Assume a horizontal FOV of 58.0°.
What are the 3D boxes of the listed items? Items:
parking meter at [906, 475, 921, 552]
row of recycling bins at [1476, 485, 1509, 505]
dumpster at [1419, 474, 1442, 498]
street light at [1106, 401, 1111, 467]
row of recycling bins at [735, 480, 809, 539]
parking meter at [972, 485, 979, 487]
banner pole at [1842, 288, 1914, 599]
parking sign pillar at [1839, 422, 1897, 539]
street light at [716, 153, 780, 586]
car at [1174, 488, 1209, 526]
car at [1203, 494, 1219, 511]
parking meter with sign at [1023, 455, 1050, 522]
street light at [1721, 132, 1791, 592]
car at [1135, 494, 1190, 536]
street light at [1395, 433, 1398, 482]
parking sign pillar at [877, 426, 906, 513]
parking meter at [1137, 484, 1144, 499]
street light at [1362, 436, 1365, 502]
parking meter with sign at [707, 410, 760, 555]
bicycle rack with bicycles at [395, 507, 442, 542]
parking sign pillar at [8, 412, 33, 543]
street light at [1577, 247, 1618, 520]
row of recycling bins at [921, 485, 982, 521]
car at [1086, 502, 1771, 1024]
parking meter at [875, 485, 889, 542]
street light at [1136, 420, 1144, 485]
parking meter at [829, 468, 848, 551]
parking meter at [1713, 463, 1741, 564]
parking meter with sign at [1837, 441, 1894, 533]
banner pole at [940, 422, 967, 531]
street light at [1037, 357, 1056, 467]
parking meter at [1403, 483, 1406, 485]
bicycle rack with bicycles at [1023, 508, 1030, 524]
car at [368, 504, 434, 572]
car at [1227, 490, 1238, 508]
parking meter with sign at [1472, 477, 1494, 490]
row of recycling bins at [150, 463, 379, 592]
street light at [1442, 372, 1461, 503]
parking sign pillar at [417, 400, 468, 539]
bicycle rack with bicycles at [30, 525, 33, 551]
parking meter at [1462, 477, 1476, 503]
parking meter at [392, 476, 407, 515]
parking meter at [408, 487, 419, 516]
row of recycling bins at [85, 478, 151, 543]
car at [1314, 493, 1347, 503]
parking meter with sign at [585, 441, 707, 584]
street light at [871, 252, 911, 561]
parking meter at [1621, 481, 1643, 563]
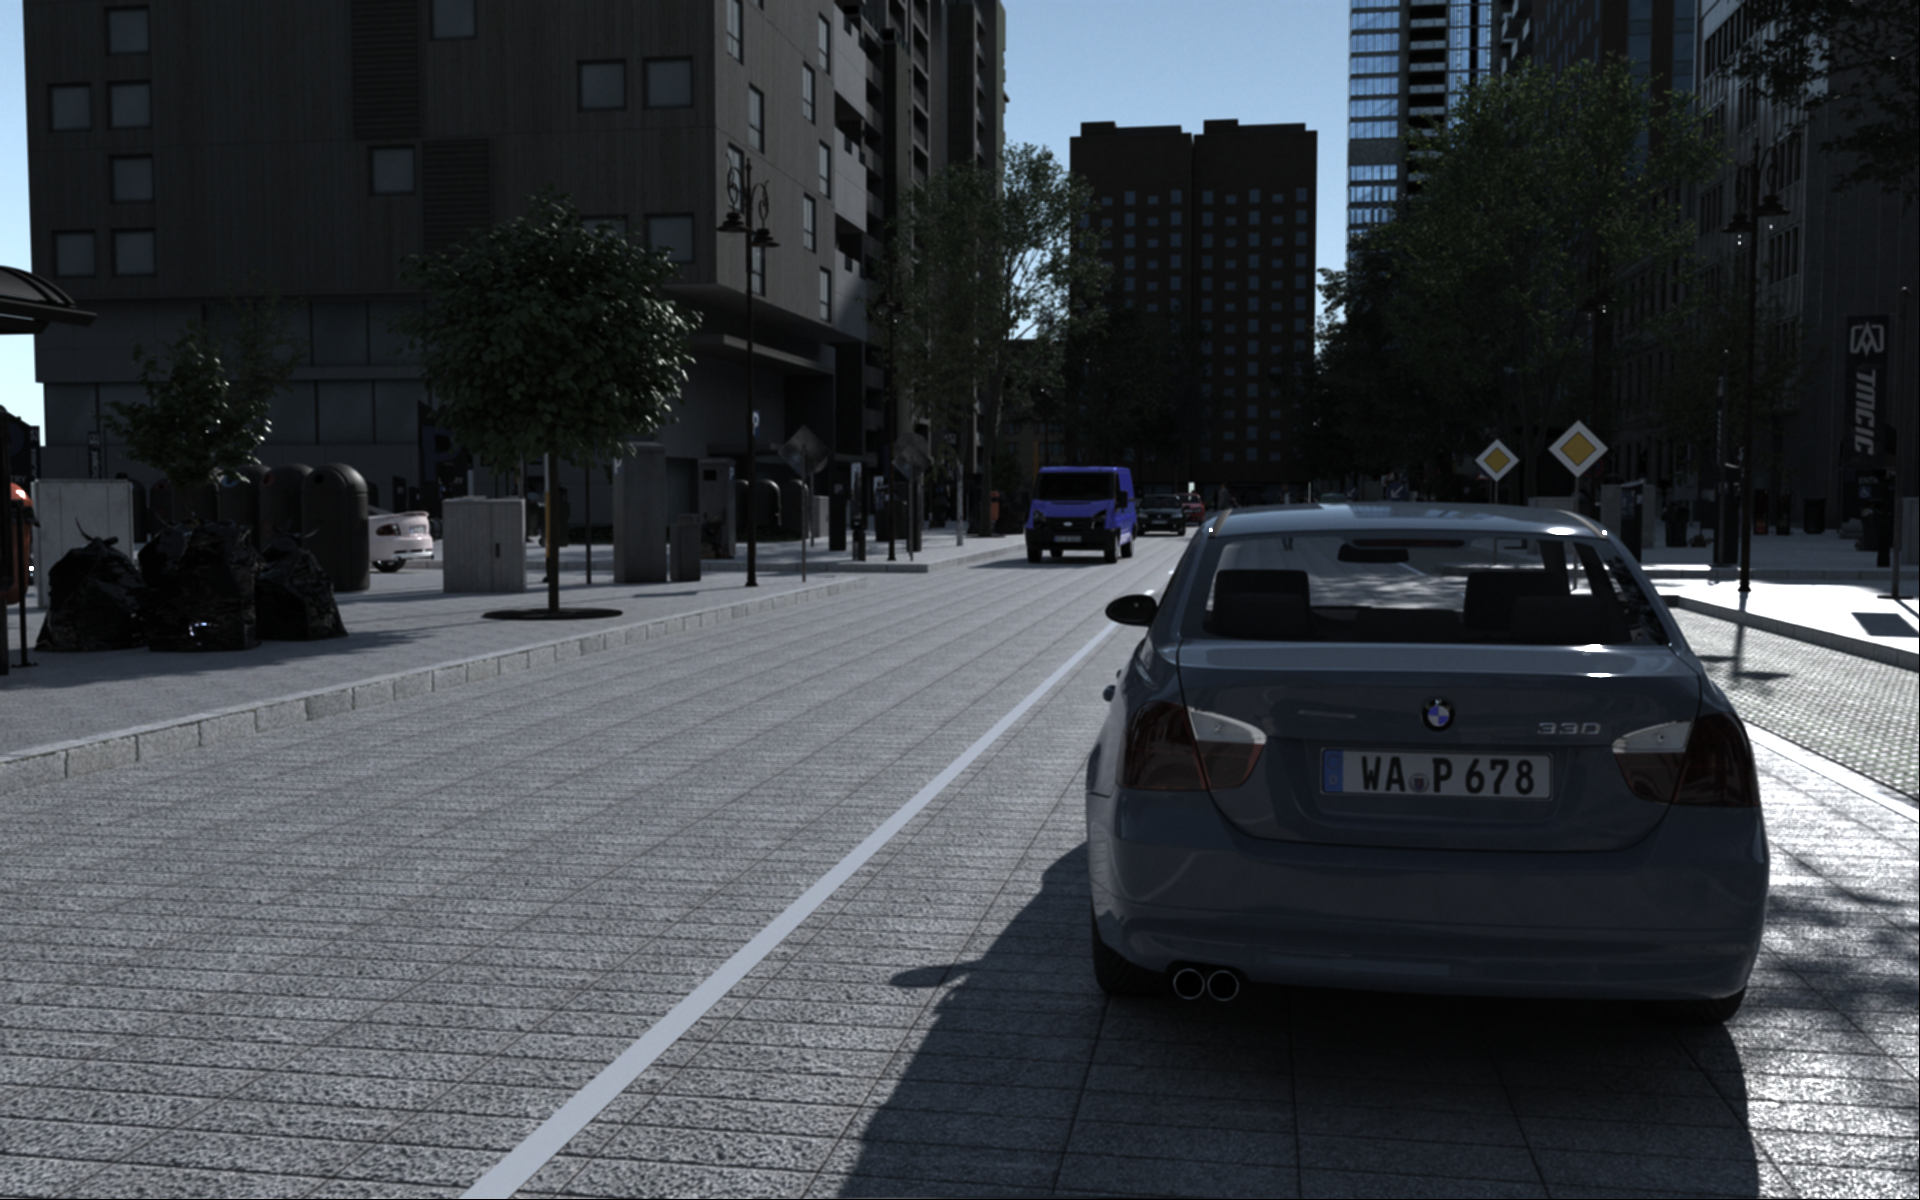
[{"bbox_3d":[-1.022,-2.003,38.459,0.255,1.863,0.399,1,4,15],"label":"parking meter"},{"bbox_3d":[22.519,-4.213,76.000,3.534,1.692,1.069,1,4,17],"label":"row of recycling bins"},{"bbox_3d":[21.995,-4.727,79.776,1.502,2.255,1.985,1,4,10],"label":"dumpster"},{"bbox_3d":[6.903,-6.631,81.201,0.468,5.910,1.993,1,4,10],"label":"street light"},{"bbox_3d":[-5.937,-2.631,50.126,3.534,1.692,1.069,2,4,26],"label":"row of recycling bins"},{"bbox_3d":[0.970,-6.188,106.890,0.399,1.863,0.255,2,4,29],"label":"parking meter"},{"bbox_3d":[11.278,-1.911,21.262,0.863,3.779,0.401,2,4,28],"label":"banner pole"},{"bbox_3d":[26.020,-3.736,49.562,1.447,3.967,1.447,-2,4,-34],"label":"parking sign pillar"},{"bbox_3d":[-2.905,-3.130,23.964,0.468,5.910,1.993,1,4,10],"label":"street light"},{"bbox_3d":[10.159,-4.239,78.344,2.155,1.783,4.494,1,4,9],"label":"car"},{"bbox_3d":[21.649,-8.440,146.795,1.959,1.807,4.718,1,4,11],"label":"car"},{"bbox_3d":[3.195,-5.019,78.322,1.738,3.016,0.543,0,4,8],"label":"parking meter with sign"},{"bbox_3d":[10.325,-3.048,22.616,0.468,5.910,1.993,1,4,10],"label":"street light"},{"bbox_3d":[7.023,-3.103,60.513,2.009,1.686,4.222,1,4,8],"label":"car"},{"bbox_3d":[20.214,-6.572,80.240,0.468,5.910,1.993,1,4,10],"label":"street light"},{"bbox_3d":[-2.625,-4.930,69.072,1.447,3.967,1.447,-2,4,-30],"label":"parking sign pillar"},{"bbox_3d":[10.505,-5.819,100.845,0.399,1.863,0.255,1,4,10],"label":"parking meter"},{"bbox_3d":[24.269,-8.035,104.158,0.468,5.910,1.993,1,4,10],"label":"street light"},{"bbox_3d":[-5.112,-2.457,36.430,1.738,3.016,0.543,1,4,14],"label":"parking meter with sign"},{"bbox_3d":[-15.153,-2.015,46.325,2.852,0.926,2.925,3,5,40],"label":"bicycle rack with bicycles"},{"bbox_3d":[-25.132,-3.489,45.514,1.447,3.967,1.447,-2,4,-29],"label":"parking sign pillar"},{"bbox_3d":[11.972,-3.662,32.665,0.468,5.910,1.993,1,4,10],"label":"street light"},{"bbox_3d":[-0.550,-4.651,83.160,3.534,1.692,1.069,0,4,7],"label":"row of recycling bins"},{"bbox_3d":[1.469,0.362,6.092,2.014,1.417,4.499,1,4,10],"label":"car"},{"bbox_3d":[-2.087,-2.338,46.636,0.372,1.533,0.369,0,3,0],"label":"parking meter"},{"bbox_3d":[10.982,-8.098,105.184,0.468,5.910,1.993,1,4,10],"label":"street light"},{"bbox_3d":[-2.755,-2.045,39.146,0.399,1.863,0.255,-1,4,-15],"label":"parking meter"},{"bbox_3d":[14.049,-1.590,31.706,0.255,1.863,0.399,-2,4,-32],"label":"parking meter"},{"bbox_3d":[29.629,-3.687,56.538,1.738,3.016,0.543,1,4,23],"label":"parking meter with sign"},{"bbox_3d":[-0.171,-4.278,59.957,0.863,3.779,0.401,-1,4,-18],"label":"banner pole"},{"bbox_3d":[2.840,-5.154,57.054,0.468,5.910,1.993,1,4,10],"label":"street light"},{"bbox_3d":[23.580,-5.313,92.579,0.255,1.863,0.399,-3,4,-36],"label":"parking meter"},{"bbox_3d":[3.151,-3.673,73.434,2.852,0.926,2.925,-2,4,-28],"label":"bicycle rack with bicycles"},{"bbox_3d":[-12.016,-1.168,31.467,4.827,1.381,2.083,1,4,11],"label":"car"},{"bbox_3d":[27.689,-10.448,179.498,2.281,1.827,5.304,1,4,12],"label":"car"},{"bbox_3d":[23.664,-5.076,79.247,1.738,3.016,0.543,-1,4,-15],"label":"parking meter with sign"},{"bbox_3d":[-9.425,-1.012,23.666,3.534,1.692,1.069,2,4,31],"label":"row of recycling bins"},{"bbox_3d":[15.994,-5.116,56.435,0.468,5.910,1.993,1,4,10],"label":"street light"},{"bbox_3d":[-14.818,-3.742,49.660,1.447,3.967,1.447,-2,4,-29],"label":"parking sign pillar"},{"bbox_3d":[-21.046,-1.560,38.888,2.852,0.926,2.925,0,4,-4],"label":"bicycle rack with bicycles"},{"bbox_3d":[17.107,-3.215,58.269,0.399,1.863,0.255,3,4,36],"label":"parking meter"},{"bbox_3d":[-17.954,-3.047,55.534,0.399,1.863,0.255,-2,4,-35],"label":"parking meter"},{"bbox_3d":[-18.366,-3.052,58.306,0.372,1.533,0.369,0,3,0],"label":"parking meter"},{"bbox_3d":[-21.391,-2.351,45.549,3.534,1.692,1.069,-1,4,-17],"label":"row of recycling bins"},{"bbox_3d":[20.326,-5.235,94.388,1.959,1.807,4.718,1,4,10],"label":"car"},{"bbox_3d":[-4.618,-1.761,25.056,1.738,3.016,0.543,-3,4,-36],"label":"parking meter with sign"},{"bbox_3d":[-1.319,-3.702,33.308,0.468,5.910,1.993,1,4,10],"label":"street light"},{"bbox_3d":[12.606,-1.474,32.513,0.372,1.533,0.369,0,3,0],"label":"parking meter"}]
